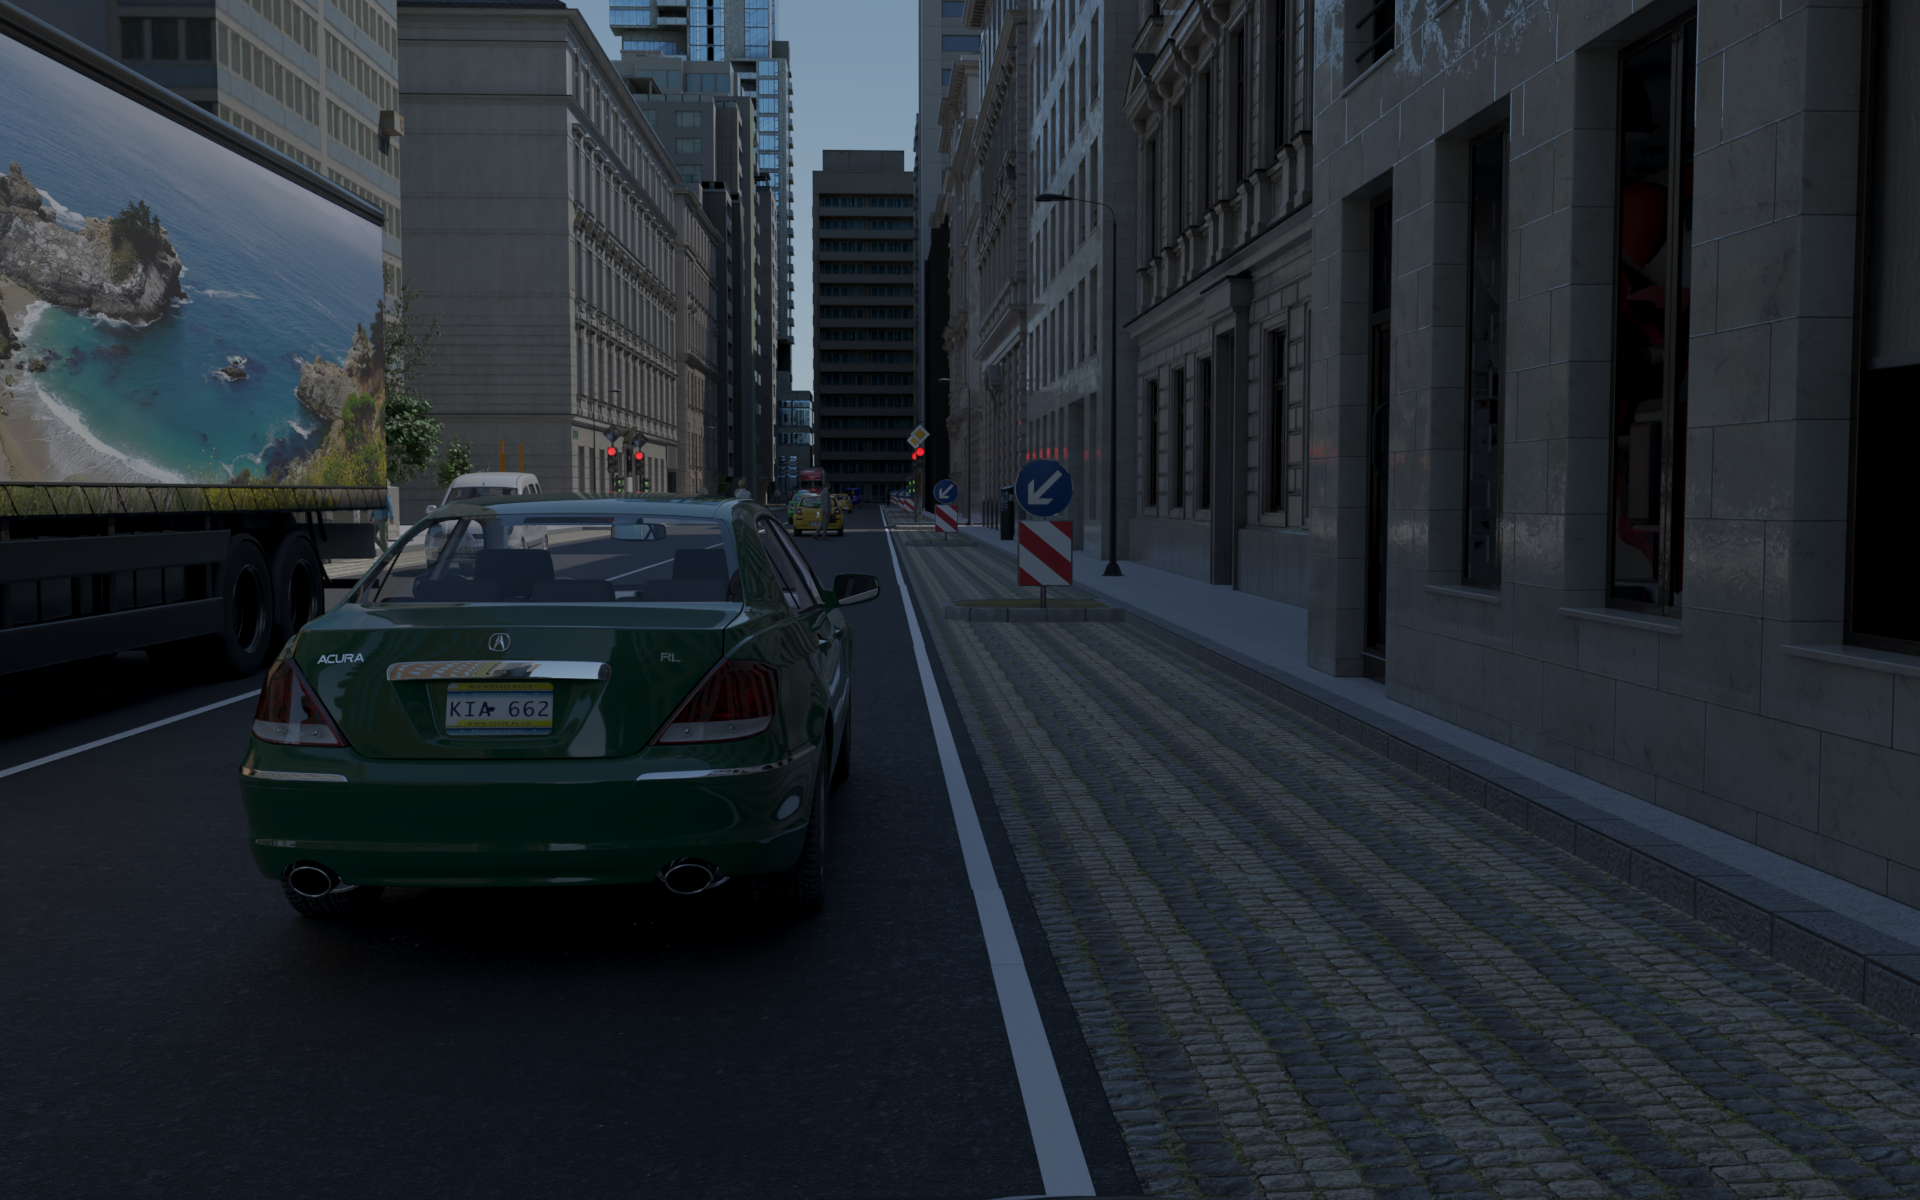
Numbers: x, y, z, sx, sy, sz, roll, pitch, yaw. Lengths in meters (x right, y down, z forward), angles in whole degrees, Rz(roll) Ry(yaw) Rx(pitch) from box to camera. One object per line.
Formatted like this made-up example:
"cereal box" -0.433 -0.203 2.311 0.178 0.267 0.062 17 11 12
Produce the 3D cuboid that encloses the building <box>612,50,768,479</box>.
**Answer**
"building" -34.145 -35.157 194.418 23.786 49.044 30.456 0 4 -3

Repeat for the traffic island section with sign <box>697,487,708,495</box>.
"traffic island section with sign" -15.166 -5.728 102.278 1.989 1.847 2.006 0 4 -3

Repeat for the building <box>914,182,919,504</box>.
"building" 1.091 -32.935 222.089 14.154 41.232 14.086 0 4 -3

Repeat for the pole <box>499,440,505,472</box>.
"pole" -17.128 -4.344 64.872 0.158 3.312 0.155 0 3 0

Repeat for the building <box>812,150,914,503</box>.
"building" -10.007 -38.105 246.717 21.600 48.544 21.300 0 4 -3

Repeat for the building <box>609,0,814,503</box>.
"building" -36.572 -57.000 244.613 31.000 86.520 22.319 0 4 -3

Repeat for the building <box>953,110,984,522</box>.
"building" 10.459 -15.181 84.374 21.152 22.565 11.583 0 4 -3

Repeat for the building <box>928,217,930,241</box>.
"building" 4.706 -21.623 140.920 14.401 28.519 23.554 0 4 -3

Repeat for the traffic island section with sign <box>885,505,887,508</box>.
"traffic island section with sign" -4.447 -7.406 129.721 1.989 1.847 2.006 0 4 -3

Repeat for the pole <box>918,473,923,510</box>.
"pole" -3.042 -8.835 138.292 0.158 3.312 0.155 0 3 0

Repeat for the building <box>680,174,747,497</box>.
"building" -27.289 -23.682 158.904 14.160 30.474 14.107 0 4 -3

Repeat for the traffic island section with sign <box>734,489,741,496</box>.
"traffic island section with sign" -16.467 -7.380 129.283 1.989 1.847 2.006 0 4 -3

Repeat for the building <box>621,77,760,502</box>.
"building" -27.952 -29.910 172.631 14.154 41.232 14.086 0 4 -3

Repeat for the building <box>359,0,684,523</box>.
"building" -26.243 -19.652 97.728 17.030 29.872 44.131 0 4 -3

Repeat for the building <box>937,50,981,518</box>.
"building" 5.978 -19.209 101.452 14.401 28.519 23.554 0 4 -3

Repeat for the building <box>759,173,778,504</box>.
"building" -30.481 -32.884 221.242 14.086 41.232 14.154 0 4 -3

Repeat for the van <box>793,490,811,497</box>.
"van" -15.589 -10.134 172.710 2.013 2.044 4.112 0 4 -4

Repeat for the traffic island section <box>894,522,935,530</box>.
"traffic island section" -1.592 -2.923 70.074 2.009 0.180 2.903 0 4 -3

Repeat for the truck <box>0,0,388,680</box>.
"truck" -6.622 -1.370 11.316 2.839 4.237 11.283 0 4 -2

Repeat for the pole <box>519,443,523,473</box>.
"pole" -17.573 -4.622 69.410 0.158 3.312 0.155 0 3 0

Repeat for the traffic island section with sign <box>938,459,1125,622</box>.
"traffic island section with sign" 0.802 -0.706 20.170 1.989 1.847 2.006 0 4 -3

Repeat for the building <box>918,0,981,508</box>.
"building" 6.441 -38.395 169.760 21.231 58.520 28.212 0 4 -3

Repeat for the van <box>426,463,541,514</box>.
"van" -8.713 -1.531 32.048 2.013 2.044 4.112 0 4 -5

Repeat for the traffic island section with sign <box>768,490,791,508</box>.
"traffic island section with sign" -18.855 -10.437 179.264 1.989 1.847 2.006 0 4 -3

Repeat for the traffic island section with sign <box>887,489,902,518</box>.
"traffic island section with sign" -3.148 -5.749 102.621 1.989 1.847 2.006 0 4 -3

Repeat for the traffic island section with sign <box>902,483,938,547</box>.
"traffic island section with sign" -0.520 -2.394 47.764 1.989 1.847 2.006 0 4 -3

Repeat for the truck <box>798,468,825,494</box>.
"truck" -15.942 -12.162 187.754 2.839 4.237 11.283 0 4 -3

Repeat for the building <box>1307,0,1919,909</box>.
"building" 8.173 -9.138 4.164 10.420 20.320 16.860 0 4 -3

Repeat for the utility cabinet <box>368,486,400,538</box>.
"utility cabinet" -16.499 -2.503 49.605 0.318 1.500 1.173 1 4 13

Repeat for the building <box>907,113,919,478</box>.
"building" 5.900 -35.462 199.404 23.786 49.044 30.456 0 4 -3

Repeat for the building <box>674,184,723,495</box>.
"building" -25.411 -20.531 132.937 12.463 27.353 25.104 0 4 -3

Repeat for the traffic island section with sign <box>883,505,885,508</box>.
"traffic island section with sign" -6.839 -10.463 179.689 1.989 1.847 2.006 0 4 -3

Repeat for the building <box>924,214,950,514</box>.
"building" 3.892 -17.829 121.190 12.332 23.373 15.834 0 4 -3

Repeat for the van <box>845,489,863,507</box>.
"van" -12.017 -11.647 194.808 2.240 2.365 5.245 0 4 -2
